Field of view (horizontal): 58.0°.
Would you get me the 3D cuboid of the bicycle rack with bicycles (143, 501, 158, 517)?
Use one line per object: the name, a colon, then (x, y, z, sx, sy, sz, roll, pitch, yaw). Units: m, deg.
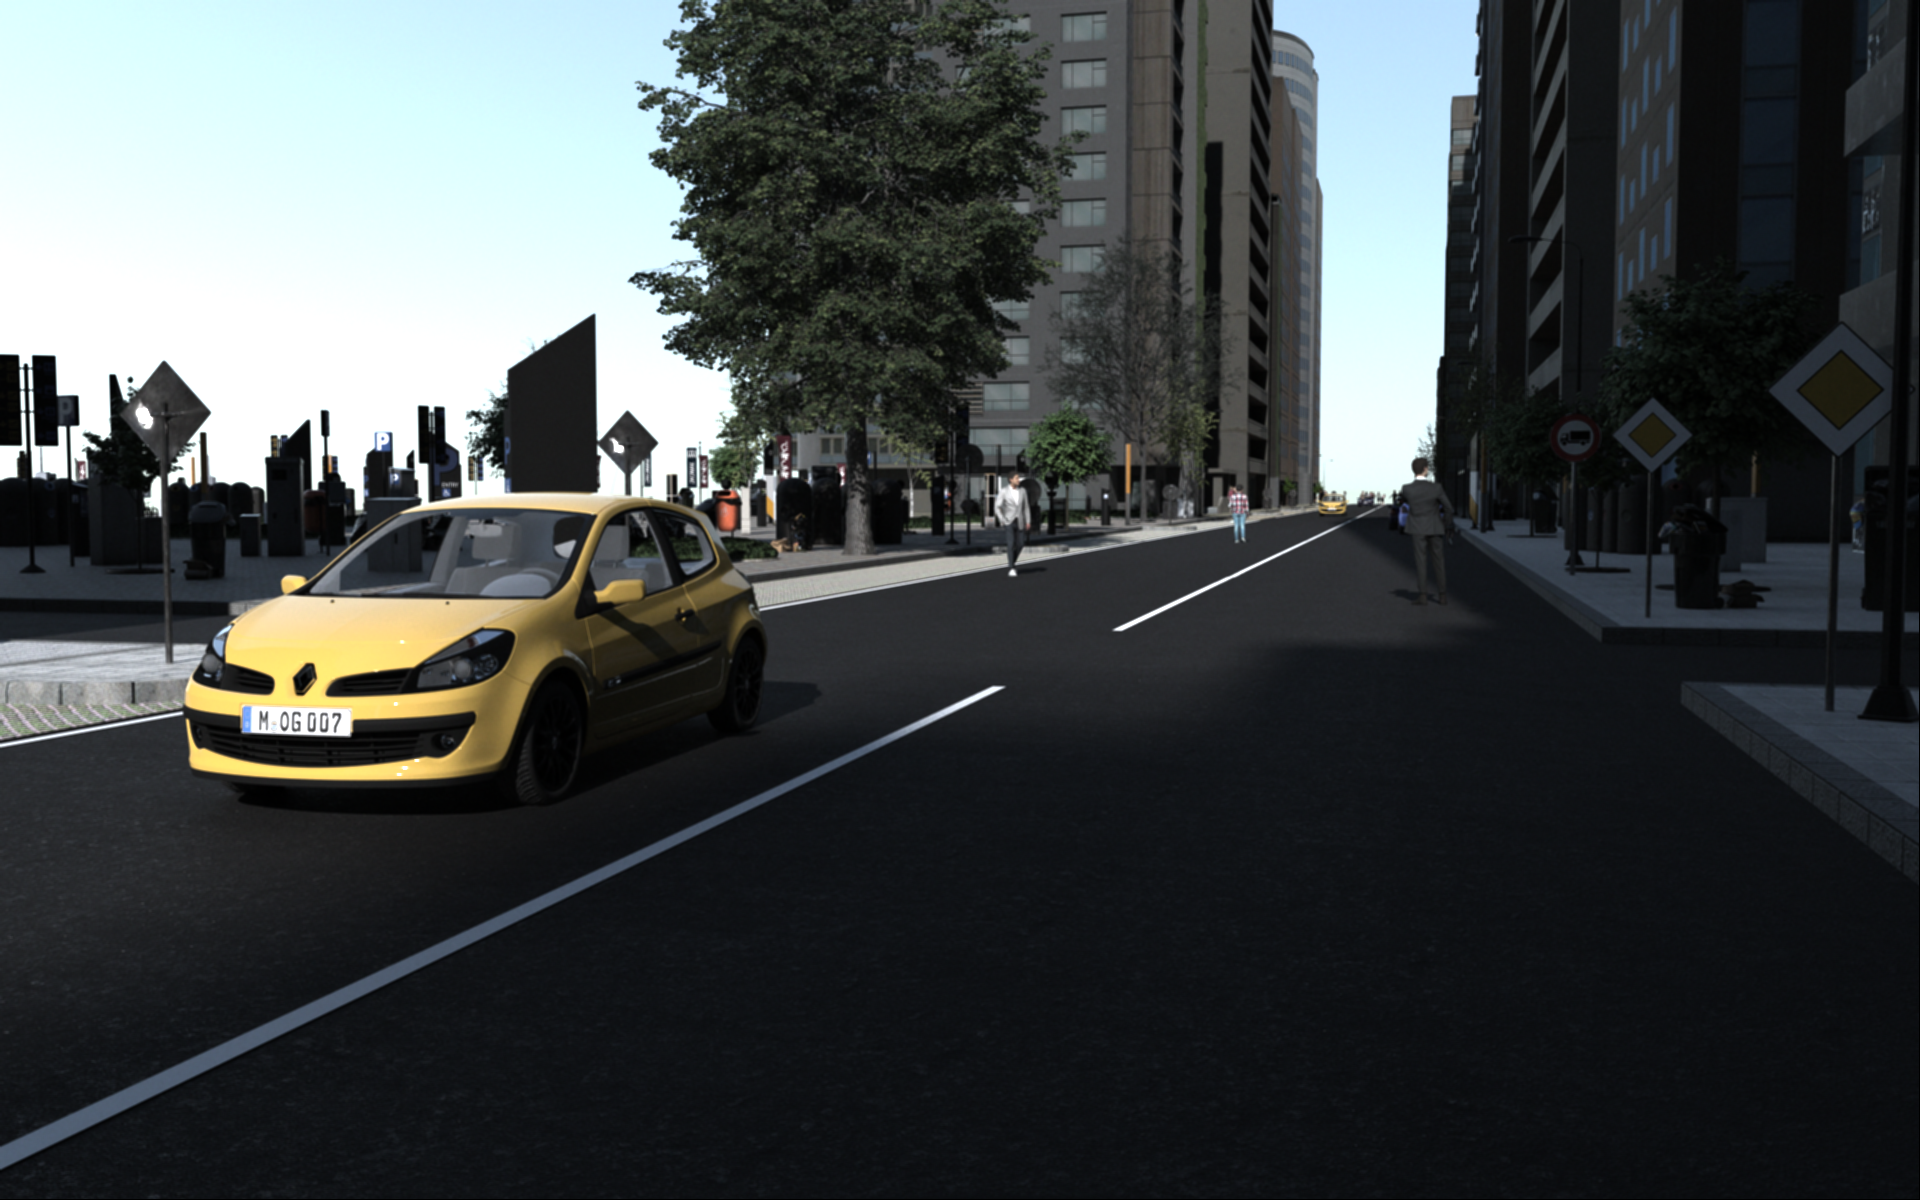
bicycle rack with bicycles: (-40.410, -4.365, 84.754, 2.852, 0.926, 2.925, 1, 4, 18)

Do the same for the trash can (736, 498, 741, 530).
trash can: (-8.067, -3.129, 62.817, 0.748, 1.137, 0.748, 0, 3, 0)

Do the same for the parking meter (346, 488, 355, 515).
parking meter: (-26.011, -4.005, 73.900, 0.372, 1.533, 0.369, 0, 3, 0)

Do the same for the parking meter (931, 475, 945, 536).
parking meter: (-0.691, -2.922, 53.479, 0.399, 1.863, 0.255, 1, 4, 13)

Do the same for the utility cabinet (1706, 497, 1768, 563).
utility cabinet: (14.512, -1.299, 32.403, 1.020, 1.237, 0.306, 0, 4, 6)

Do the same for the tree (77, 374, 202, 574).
tree: (-13.510, -2.053, 28.167, 1.663, 3.219, 1.824, 0, 3, 0)

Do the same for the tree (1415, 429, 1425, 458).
tree: (47.427, -13.573, 172.287, 4.737, 8.622, 4.395, 0, 3, 0)

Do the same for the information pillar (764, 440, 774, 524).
information pillar: (-8.254, -5.106, 74.839, 0.504, 3.616, 0.183, -3, 5, -43)

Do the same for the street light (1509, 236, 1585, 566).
street light: (10.557, -3.586, 31.177, 1.470, 5.913, 1.316, 1, 4, 14)

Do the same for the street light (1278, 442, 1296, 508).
street light: (29.054, -11.127, 154.474, 1.470, 5.913, 1.316, 1, 4, 14)

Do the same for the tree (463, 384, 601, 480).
tree: (-10.549, -3.650, 43.393, 4.285, 4.588, 4.351, 0, 3, 0)

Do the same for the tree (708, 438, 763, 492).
tree: (-12.754, -6.989, 97.988, 4.285, 4.588, 4.351, 0, 3, 0)

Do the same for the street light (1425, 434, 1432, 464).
street light: (37.004, -9.896, 134.343, 1.470, 5.913, 1.316, 1, 4, 14)

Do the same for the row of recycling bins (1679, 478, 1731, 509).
row of recycling bins: (18.145, -2.327, 45.155, 3.534, 1.692, 1.069, 1, 4, 14)

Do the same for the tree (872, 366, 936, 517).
tree: (-2.667, -8.784, 93.976, 4.737, 8.622, 4.395, 0, 3, 0)

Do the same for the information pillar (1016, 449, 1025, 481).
information pillar: (3.124, -5.962, 88.834, 0.504, 3.616, 0.183, -1, 4, -13)

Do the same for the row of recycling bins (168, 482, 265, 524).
row of recycling bins: (-25.978, -3.235, 60.001, 3.534, 1.692, 1.069, 1, 4, 20)

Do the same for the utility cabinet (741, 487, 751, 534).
utility cabinet: (-6.862, -2.868, 55.563, 0.318, 1.500, 1.173, 0, 4, -7)

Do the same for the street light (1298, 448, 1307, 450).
street light: (34.489, -12.429, 175.751, 1.470, 5.913, 1.316, 1, 4, 14)

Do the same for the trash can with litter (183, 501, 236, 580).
trash can with litter: (-11.434, -0.914, 26.335, 0.624, 1.170, 1.055, -1, 4, -12)

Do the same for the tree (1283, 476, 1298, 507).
tree: (31.911, -10.658, 168.867, 1.663, 3.219, 1.824, 0, 3, 0)

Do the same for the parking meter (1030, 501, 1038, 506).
parking meter: (2.809, -3.568, 66.747, 0.372, 1.533, 0.369, 0, 3, 0)

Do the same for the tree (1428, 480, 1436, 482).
tree: (57.940, -13.344, 212.768, 1.663, 3.219, 1.824, 0, 3, 0)

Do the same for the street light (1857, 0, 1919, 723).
street light: (4.788, -2.282, 9.847, 1.470, 5.913, 1.316, 1, 4, 14)

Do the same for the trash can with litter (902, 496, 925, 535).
trash can with litter: (-1.955, -2.691, 55.059, 1.678, 1.210, 2.233, 1, 4, 13)

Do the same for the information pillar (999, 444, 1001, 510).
information pillar: (1.876, -5.514, 81.513, 0.183, 3.616, 0.504, 0, 4, 5)

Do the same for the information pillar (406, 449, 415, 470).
information pillar: (-28.612, -6.051, 90.284, 0.183, 3.616, 0.504, 2, 4, 29)

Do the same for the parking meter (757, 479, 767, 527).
parking meter: (-7.759, -3.797, 67.785, 0.255, 1.863, 0.399, -2, 4, -33)

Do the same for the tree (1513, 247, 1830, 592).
tree: (10.110, -2.411, 23.133, 4.285, 4.588, 4.351, 0, 3, 0)

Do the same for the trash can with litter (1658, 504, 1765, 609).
trash can with litter: (8.487, -0.499, 19.541, 1.055, 1.170, 0.624, -1, 4, -17)

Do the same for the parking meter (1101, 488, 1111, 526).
parking meter: (5.912, -3.779, 70.198, 0.372, 1.533, 0.369, 0, 3, 0)

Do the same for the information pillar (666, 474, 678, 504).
information pillar: (-10.525, -3.598, 63.326, 0.304, 2.012, 0.304, 3, 5, 42)

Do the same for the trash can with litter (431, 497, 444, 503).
trash can with litter: (-18.523, -3.111, 62.257, 0.624, 1.170, 1.055, 2, 4, 24)

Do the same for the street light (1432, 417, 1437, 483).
street light: (29.302, -8.050, 104.165, 1.470, 5.913, 1.316, 1, 4, 14)

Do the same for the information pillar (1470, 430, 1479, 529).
information pillar: (18.854, -4.411, 63.468, 0.183, 3.616, 0.504, -1, 4, -12)

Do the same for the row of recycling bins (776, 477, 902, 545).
row of recycling bins: (-3.004, -2.252, 43.926, 3.534, 1.692, 1.069, -2, 4, -35)

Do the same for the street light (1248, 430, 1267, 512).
street light: (21.391, -9.326, 125.024, 1.470, 5.913, 1.316, 1, 4, 14)

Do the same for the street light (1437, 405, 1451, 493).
street light: (25.838, -7.218, 90.550, 1.470, 5.913, 1.316, 1, 4, 14)

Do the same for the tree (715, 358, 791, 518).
tree: (-11.152, -8.675, 92.203, 4.737, 8.622, 4.395, 0, 3, 0)

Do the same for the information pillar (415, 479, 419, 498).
information pillar: (-26.716, -4.925, 85.022, 0.304, 2.012, 0.304, -1, 4, -17)

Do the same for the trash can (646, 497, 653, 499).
trash can: (-15.290, -4.440, 84.242, 0.748, 1.137, 0.748, 0, 3, 0)

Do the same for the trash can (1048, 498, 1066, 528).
trash can: (3.677, -3.276, 65.215, 0.748, 1.137, 0.748, 0, 3, 0)

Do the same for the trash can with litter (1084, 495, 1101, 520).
trash can with litter: (6.716, -4.718, 88.196, 1.678, 1.210, 2.233, 1, 4, 16)

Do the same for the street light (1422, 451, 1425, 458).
street light: (44.894, -11.740, 164.491, 1.470, 5.913, 1.316, 1, 4, 14)

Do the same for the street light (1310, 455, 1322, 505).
street light: (42.287, -14.262, 205.732, 1.470, 5.913, 1.316, 1, 4, 14)

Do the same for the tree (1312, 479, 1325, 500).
tree: (46.479, -14.071, 224.665, 1.663, 3.219, 1.824, 0, 3, 0)

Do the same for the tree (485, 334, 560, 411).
tree: (-19.108, -7.859, 78.855, 4.360, 8.622, 3.978, 0, 3, 0)

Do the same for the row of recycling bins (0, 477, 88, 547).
row of recycling bins: (-22.937, -2.240, 43.738, 1.069, 1.692, 3.534, 1, 4, 12)

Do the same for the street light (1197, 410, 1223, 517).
street light: (13.807, -7.528, 95.625, 1.470, 5.913, 1.316, 1, 4, 14)

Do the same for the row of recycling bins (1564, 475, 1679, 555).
row of recycling bins: (14.439, -1.907, 38.286, 1.069, 1.692, 3.534, 0, 4, -4)

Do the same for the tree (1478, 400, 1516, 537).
tree: (17.174, -4.156, 51.668, 4.285, 4.588, 4.351, 0, 3, 0)

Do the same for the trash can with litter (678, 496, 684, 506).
trash can with litter: (-13.170, -4.224, 80.121, 2.233, 1.210, 1.678, 3, 4, 37)

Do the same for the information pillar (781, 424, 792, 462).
information pillar: (-5.720, -4.016, 57.017, 0.183, 3.616, 0.504, 2, 4, 33)

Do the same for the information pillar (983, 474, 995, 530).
information pillar: (1.084, -3.556, 62.631, 0.304, 2.012, 0.304, -1, 4, -22)

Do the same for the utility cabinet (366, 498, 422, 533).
utility cabinet: (-9.425, -1.081, 28.839, 1.020, 1.237, 0.306, 2, 4, 30)

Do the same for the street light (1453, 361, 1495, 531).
street light: (18.039, -5.386, 60.602, 1.470, 5.913, 1.316, 1, 4, 14)

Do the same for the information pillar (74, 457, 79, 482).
information pillar: (-55.869, -7.232, 109.590, 0.504, 3.616, 0.183, 3, 5, 45)

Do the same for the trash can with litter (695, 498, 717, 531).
trash can with litter: (-6.469, -1.961, 43.443, 0.624, 1.170, 1.055, 2, 4, 35)

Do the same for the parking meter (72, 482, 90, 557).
parking meter: (-18.067, -1.662, 35.580, 0.372, 1.533, 0.369, 0, 3, 0)
